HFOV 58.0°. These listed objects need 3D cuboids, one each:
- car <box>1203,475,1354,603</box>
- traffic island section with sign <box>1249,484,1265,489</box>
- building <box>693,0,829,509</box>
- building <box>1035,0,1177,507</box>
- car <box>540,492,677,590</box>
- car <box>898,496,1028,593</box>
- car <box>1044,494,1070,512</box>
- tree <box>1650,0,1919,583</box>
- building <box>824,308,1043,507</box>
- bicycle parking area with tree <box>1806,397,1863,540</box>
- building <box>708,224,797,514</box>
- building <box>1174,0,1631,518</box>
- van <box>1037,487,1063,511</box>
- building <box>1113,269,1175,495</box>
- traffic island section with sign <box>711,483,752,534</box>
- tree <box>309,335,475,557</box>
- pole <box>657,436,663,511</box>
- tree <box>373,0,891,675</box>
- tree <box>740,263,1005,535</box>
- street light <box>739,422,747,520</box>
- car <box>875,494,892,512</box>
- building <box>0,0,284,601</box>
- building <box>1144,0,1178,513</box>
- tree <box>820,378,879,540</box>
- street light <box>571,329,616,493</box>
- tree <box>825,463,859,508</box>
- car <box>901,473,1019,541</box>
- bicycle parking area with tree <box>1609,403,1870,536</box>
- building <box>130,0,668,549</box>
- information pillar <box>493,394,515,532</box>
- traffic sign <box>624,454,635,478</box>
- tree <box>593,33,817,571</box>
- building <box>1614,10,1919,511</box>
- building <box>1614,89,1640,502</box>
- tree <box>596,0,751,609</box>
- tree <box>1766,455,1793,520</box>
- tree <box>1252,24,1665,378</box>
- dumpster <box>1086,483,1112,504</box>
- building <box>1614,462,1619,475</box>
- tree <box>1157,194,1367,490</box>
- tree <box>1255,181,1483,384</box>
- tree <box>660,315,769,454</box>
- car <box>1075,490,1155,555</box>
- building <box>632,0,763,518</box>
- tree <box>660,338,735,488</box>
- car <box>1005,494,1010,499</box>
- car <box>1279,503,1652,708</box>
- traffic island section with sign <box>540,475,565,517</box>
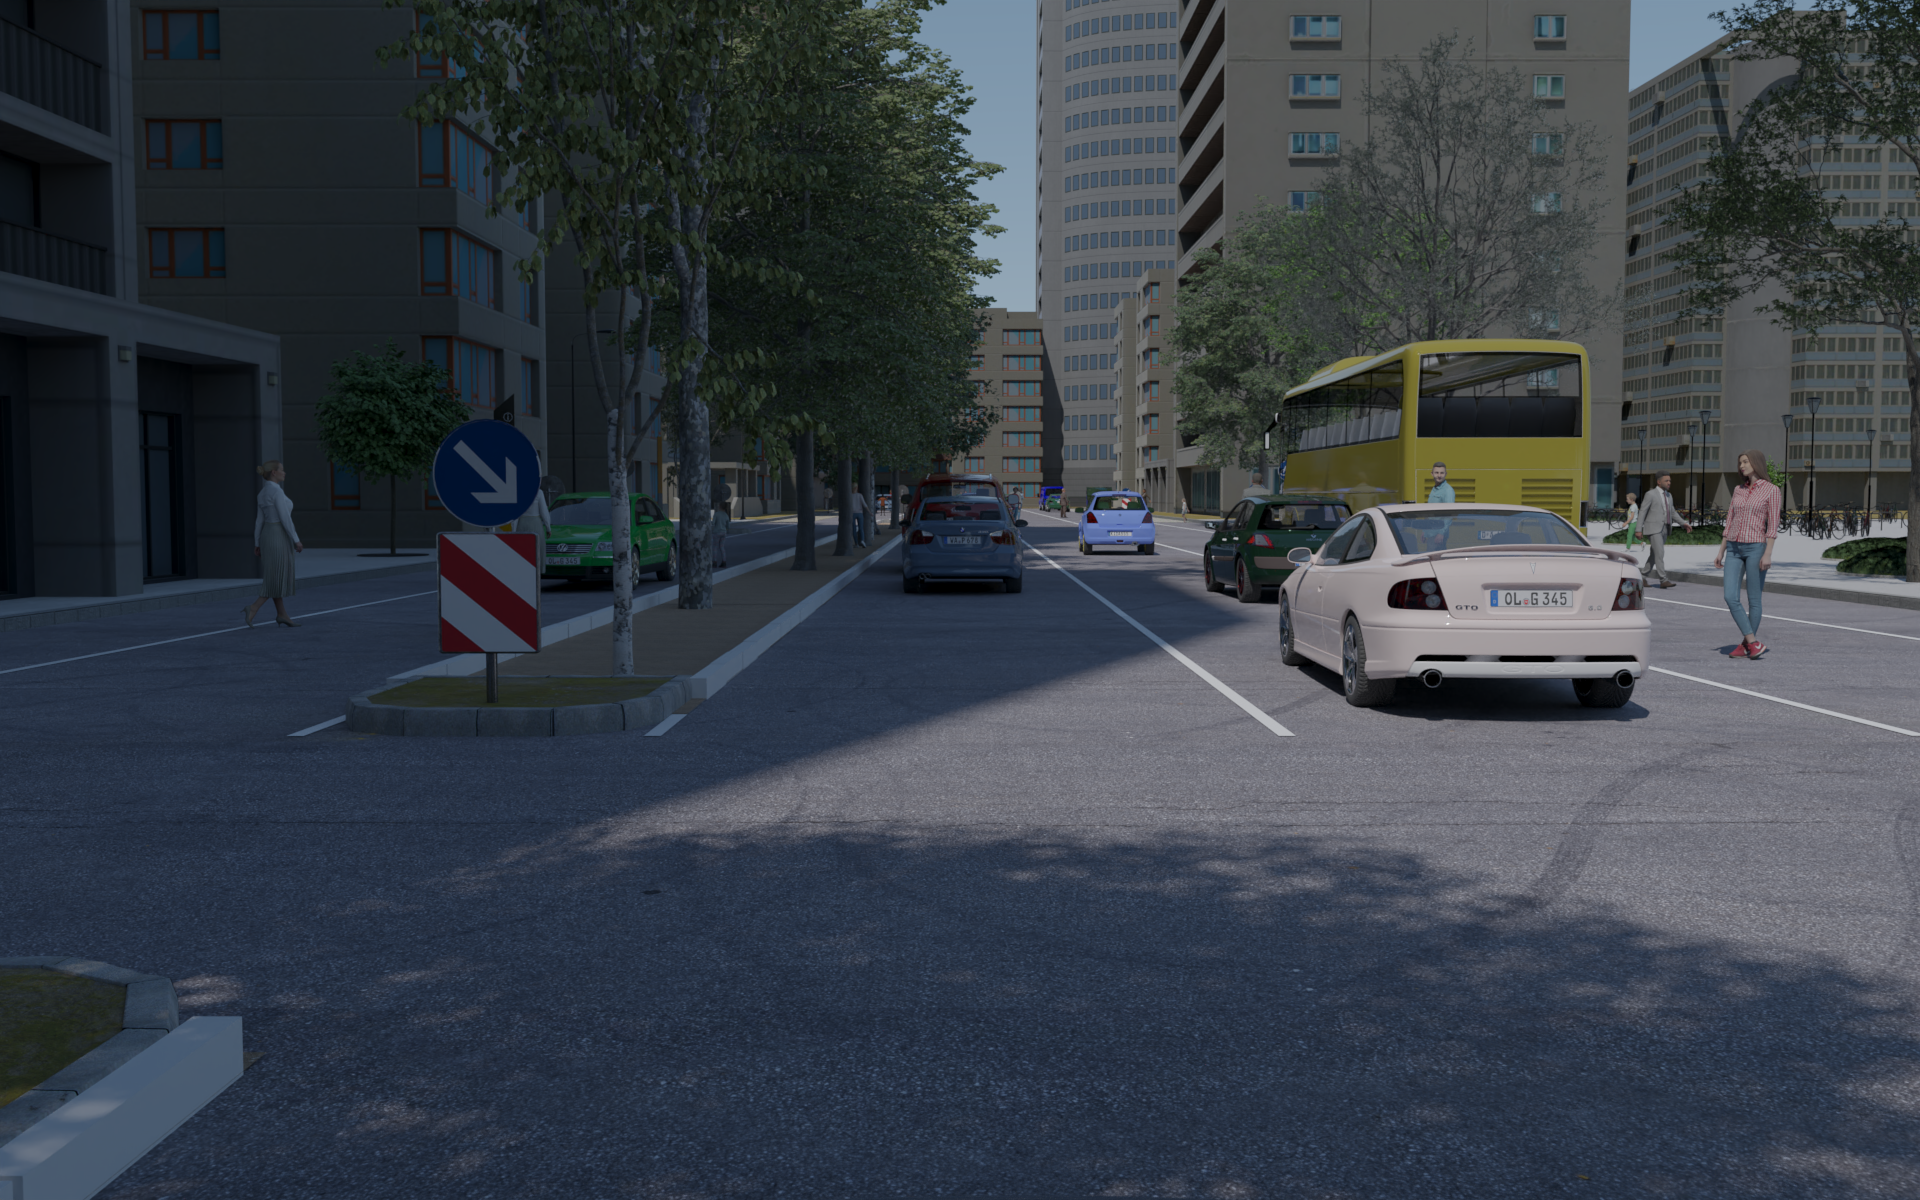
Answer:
[{"bbox_3d":[4.504,-0.881,24.186,2.009,1.686,4.222,0,4,-1],"label":"car"},{"bbox_3d":[10.784,-3.406,64.311,1.989,1.847,2.006,0,3,0],"label":"traffic island section with sign"},{"bbox_3d":[-19.290,-30.763,153.082,14.200,45.320,14.600,0,3,0],"label":"building"},{"bbox_3d":[22.357,-39.054,180.532,28.212,58.520,21.231,0,3,0],"label":"building"},{"bbox_3d":[-5.648,-1.123,27.160,1.959,1.807,4.718,0,4,2],"label":"car"},{"bbox_3d":[0.048,-0.879,26.367,2.014,1.417,4.499,0,4,0],"label":"car"},{"bbox_3d":[7.805,-7.751,138.531,2.131,1.459,4.920,0,4,0],"label":"car"},{"bbox_3d":[13.545,-5.529,24.809,7.601,10.594,8.767,-1,4,-9],"label":"tree"},{"bbox_3d":[-6.278,-20.767,184.573,28.899,21.520,27.650,0,3,0],"label":"building"},{"bbox_3d":[27.407,-3.845,49.863,9.016,4.147,8.231,-3,4,-36],"label":"bicycle parking area with tree"},{"bbox_3d":[-26.219,-17.135,125.190,27.650,21.520,28.899,0,3,0],"label":"building"},{"bbox_3d":[24.566,-29.178,100.760,21.300,48.544,21.600,0,3,0],"label":"building"},{"bbox_3d":[7.877,-8.838,148.881,2.240,2.365,5.245,0,4,-1],"label":"van"},{"bbox_3d":[28.216,-18.497,147.460,27.650,21.520,28.899,0,3,0],"label":"building"},{"bbox_3d":[-8.641,-3.330,63.069,1.989,1.847,2.006,0,3,0],"label":"traffic island section with sign"},{"bbox_3d":[-11.742,-3.185,35.784,4.285,4.588,4.351,0,3,0],"label":"tree"},{"bbox_3d":[-10.635,-4.130,61.375,0.158,3.312,0.155,0,3,0],"label":"pole"},{"bbox_3d":[-2.504,-3.656,12.592,4.737,8.622,4.395,0,3,0],"label":"tree"},{"bbox_3d":[-3.208,-8.636,60.657,9.611,12.733,9.660,0,3,0],"label":"tree"},{"bbox_3d":[-10.314,-6.967,86.456,1.470,5.913,1.316,0,3,0],"label":"street light"},{"bbox_3d":[-5.795,-7.431,133.494,2.014,1.417,4.499,0,4,-1],"label":"car"},{"bbox_3d":[-20.715,-35.600,20.310,20.563,71.187,20.611,0,3,0],"label":"building"},{"bbox_3d":[24.403,-41.767,121.134,20.563,71.187,20.611,0,3,0],"label":"building"},{"bbox_3d":[-2.769,-6.171,53.709,4.360,8.622,3.978,0,3,0],"label":"tree"},{"bbox_3d":[-10.373,-4.671,48.915,1.470,5.913,1.316,0,3,0],"label":"street light"},{"bbox_3d":[-10.989,-11.009,163.714,4.285,4.588,4.351,0,3,0],"label":"tree"},{"bbox_3d":[-0.007,-1.467,32.651,2.281,1.827,5.304,0,4,1],"label":"car"},{"bbox_3d":[27.697,-4.546,61.322,8.231,4.147,9.016,-1,4,-22],"label":"bicycle parking area with tree"},{"bbox_3d":[-25.536,-12.812,54.517,27.650,21.520,28.899,0,3,0],"label":"building"},{"bbox_3d":[-10.567,-2.992,40.272,0.504,3.616,0.183,-1,4,-17],"label":"information pillar"},{"bbox_3d":[-10.652,-3.342,54.744,0.768,2.556,0.104,0,4,3],"label":"traffic sign"},{"bbox_3d":[-3.004,-6.841,32.434,7.486,12.596,7.792,0,3,0],"label":"tree"},{"bbox_3d":[68.868,-27.722,145.136,23.993,40.220,32.217,0,3,0],"label":"building"},{"bbox_3d":[64.736,-30.233,177.900,14.086,41.232,14.154,0,3,0],"label":"building"},{"bbox_3d":[-4.510,-9.998,21.821,12.611,20.169,13.585,0,3,0],"label":"tree"},{"bbox_3d":[39.783,-5.545,85.260,1.663,3.219,1.824,0,3,0],"label":"tree"},{"bbox_3d":[12.860,-8.325,46.489,12.009,13.543,11.850,0,3,0],"label":"tree"},{"bbox_3d":[10.544,-7.731,131.346,1.985,2.255,1.502,0,4,0],"label":"dumpster"},{"bbox_3d":[49.391,-23.380,153.970,14.107,30.474,14.160,0,3,0],"label":"building"},{"bbox_3d":[13.312,-10.331,75.568,9.857,13.997,8.962,0,3,0],"label":"tree"},{"bbox_3d":[13.536,-8.088,57.995,9.928,11.665,9.643,0,3,0],"label":"tree"},{"bbox_3d":[-11.721,-8.968,81.041,8.767,10.594,7.601,1,4,17],"label":"tree"},{"bbox_3d":[3.752,-1.972,41.833,1.945,1.707,3.694,0,4,1],"label":"car"},{"bbox_3d":[-28.223,-24.853,98.221,32.217,40.220,23.993,0,3,0],"label":"building"},{"bbox_3d":[-11.688,-7.530,73.482,4.360,8.622,3.978,0,3,0],"label":"tree"},{"bbox_3d":[3.838,-8.675,153.637,2.131,1.459,4.920,0,4,1],"label":"car"},{"bbox_3d":[3.593,-0.040,13.024,2.083,1.381,4.827,0,4,2],"label":"car"},{"bbox_3d":[-8.627,-1.681,36.114,1.989,1.847,2.006,0,3,0],"label":"traffic island section with sign"}]
